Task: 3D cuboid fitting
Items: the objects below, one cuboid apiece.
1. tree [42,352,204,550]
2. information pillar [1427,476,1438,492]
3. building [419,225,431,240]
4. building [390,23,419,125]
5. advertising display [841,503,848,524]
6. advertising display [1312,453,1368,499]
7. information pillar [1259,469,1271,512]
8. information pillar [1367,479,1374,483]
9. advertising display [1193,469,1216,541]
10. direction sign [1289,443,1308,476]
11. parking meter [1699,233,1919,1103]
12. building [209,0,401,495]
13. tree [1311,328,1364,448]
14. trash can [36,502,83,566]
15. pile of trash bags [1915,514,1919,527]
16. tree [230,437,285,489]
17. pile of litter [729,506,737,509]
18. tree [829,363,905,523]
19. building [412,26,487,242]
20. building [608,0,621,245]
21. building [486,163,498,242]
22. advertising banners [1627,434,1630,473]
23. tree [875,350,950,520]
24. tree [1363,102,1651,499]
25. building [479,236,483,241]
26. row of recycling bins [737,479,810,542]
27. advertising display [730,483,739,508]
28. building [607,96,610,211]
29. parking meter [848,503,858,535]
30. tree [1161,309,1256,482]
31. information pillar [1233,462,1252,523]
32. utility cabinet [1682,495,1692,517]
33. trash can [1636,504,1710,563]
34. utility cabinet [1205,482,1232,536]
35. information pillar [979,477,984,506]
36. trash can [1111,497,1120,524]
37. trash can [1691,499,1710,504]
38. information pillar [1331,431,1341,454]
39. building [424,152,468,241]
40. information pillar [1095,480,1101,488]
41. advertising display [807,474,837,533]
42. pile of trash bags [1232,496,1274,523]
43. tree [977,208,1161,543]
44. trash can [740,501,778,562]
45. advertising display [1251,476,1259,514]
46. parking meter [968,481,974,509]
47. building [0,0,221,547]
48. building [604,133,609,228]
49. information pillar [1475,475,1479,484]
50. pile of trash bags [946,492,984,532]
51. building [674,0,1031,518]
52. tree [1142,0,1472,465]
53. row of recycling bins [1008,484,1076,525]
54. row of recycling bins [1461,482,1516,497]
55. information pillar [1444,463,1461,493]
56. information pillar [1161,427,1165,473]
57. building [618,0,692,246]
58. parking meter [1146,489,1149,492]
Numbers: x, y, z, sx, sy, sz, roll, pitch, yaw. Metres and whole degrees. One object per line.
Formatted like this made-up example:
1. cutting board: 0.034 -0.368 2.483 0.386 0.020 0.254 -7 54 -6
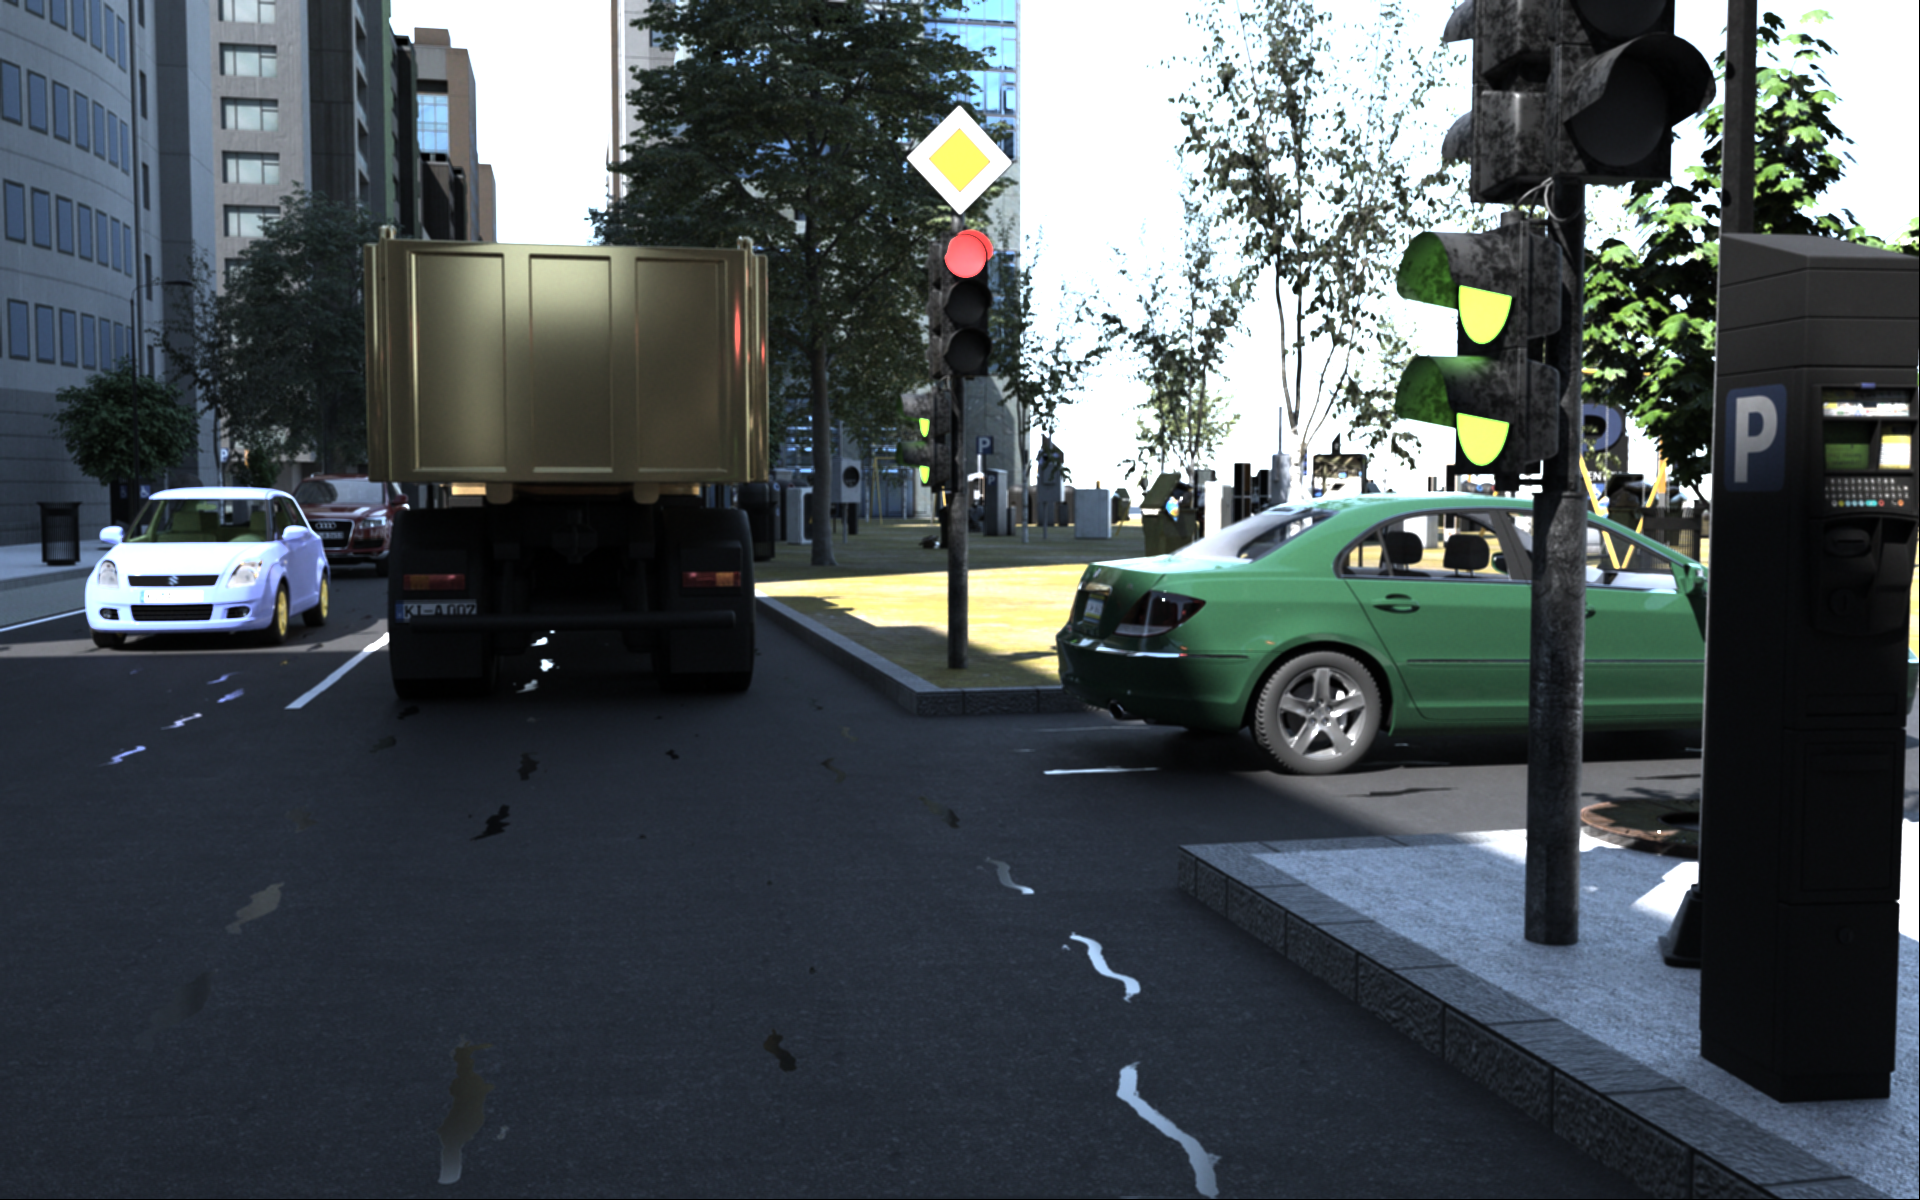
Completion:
1. tree: -19.358 -3.451 40.143 4.285 4.588 4.351 0 3 0
2. information pillar: 18.699 -3.921 68.593 0.304 2.012 0.304 -2 4 -28
3. building: -51.033 -16.967 122.457 27.650 21.520 28.899 -1 4 -12
4. building: -39.847 -20.242 102.663 14.160 30.474 14.107 -1 4 -12
5. advertising display: -4.803 -4.217 74.155 0.123 1.923 0.974 -3 4 -37
6. advertising display: 6.010 -1.361 27.463 0.123 1.923 0.974 -3 5 -41
7. information pillar: 8.863 -2.804 50.345 0.304 2.012 0.304 2 4 25
8. information pillar: 19.767 -4.836 83.565 0.304 2.012 0.304 -2 4 -28
9. advertising display: 6.318 -2.418 44.749 0.123 1.923 0.974 3 4 39
10. direction sign: 14.936 -5.167 76.484 0.876 3.537 0.379 3 4 36
11. parking meter: 1.833 0.120 3.748 0.255 1.863 0.399 0 4 -7
12. building: -36.974 -24.768 88.559 14.154 41.232 14.086 -1 4 -12
13. tree: 14.129 -6.582 57.980 4.737 8.622 4.395 0 3 0
14. trash can: -16.173 -1.192 31.136 0.748 1.137 0.748 0 3 0
15. pile of trash bags: 36.421 -3.498 66.945 3.447 1.369 1.912 -3 4 -38
16. tree: -23.345 -3.842 57.414 1.663 3.219 1.824 0 3 0
17. pile of litter: -8.154 -3.068 64.119 1.176 0.858 1.719 2 4 30
18. tree: -4.116 -7.782 77.605 4.737 8.622 4.395 0 3 0
19. building: -54.673 -31.801 170.061 14.600 45.320 14.200 -1 4 -12
20. building: -24.034 -30.851 154.524 14.600 45.320 14.200 -1 4 -12
21. building: -67.872 -35.292 227.134 14.600 45.320 14.200 -1 4 -12
22. advertising banners: 19.130 -3.249 49.309 0.090 3.025 2.074 1 4 12
23. tree: -2.575 -8.331 86.572 4.360 8.622 3.978 0 3 0
24. tree: 10.139 -4.885 30.230 4.737 8.622 4.395 0 3 0
25. building: -58.164 -25.261 184.721 14.160 30.474 14.107 -1 4 -12
26. row of recycling bins: -5.118 -2.471 47.510 1.069 1.692 3.534 1 4 20
27. advertising display: -9.299 -4.170 73.401 0.974 1.923 0.123 -3 5 -44
28. building: -26.241 -34.292 184.375 21.300 48.544 21.600 -1 4 -12
29. parking meter: -3.392 -3.010 54.920 0.255 1.863 0.399 0 4 7
30. tree: 8.729 -7.203 68.124 4.737 8.622 4.395 0 3 0
31. information pillar: 6.520 -2.173 40.024 0.304 2.012 0.304 -3 5 -40
32. utility cabinet: 32.686 -4.125 78.608 0.306 1.237 1.020 -1 4 -23
33. trash can: 7.903 -0.465 19.255 0.748 1.137 0.748 0 3 0
34. utility cabinet: 4.756 -1.413 31.784 0.318 1.500 1.173 1 4 18
35. information pillar: 1.059 -4.364 75.847 0.304 2.012 0.304 -3 4 -37
36. trash can: 6.432 -3.801 73.793 0.748 1.137 0.748 0 3 0
37. trash can: 21.592 -2.359 50.225 0.748 1.137 0.748 0 3 0
38. information pillar: 14.061 -4.491 64.785 0.183 3.616 0.504 -2 4 -27
39. building: -48.820 -22.842 145.172 14.160 30.474 14.107 -1 4 -12
40. information pillar: 7.250 -5.282 90.851 0.304 2.012 0.304 0 4 5
41. advertising display: -4.520 -3.151 56.740 0.974 1.923 0.123 -1 4 -20
42. pile of trash bags: 7.629 -2.216 45.981 1.912 1.369 3.447 1 4 16
43. tree: 1.904 -5.790 45.035 4.737 8.622 4.395 0 3 0
44. trash can: -3.843 -1.311 33.083 0.748 1.137 0.748 0 3 0
45. advertising display: 10.632 -3.442 61.492 0.123 1.923 0.974 -3 5 -42
46. parking meter: 0.482 -4.270 75.522 0.255 1.863 0.399 0 4 -3
47. building: -34.658 -30.871 46.747 21.231 58.520 28.212 -1 4 -12
48. building: -31.516 -33.945 209.628 22.147 44.769 28.867 -1 4 -12
49. information pillar: 26.213 -5.897 87.769 0.183 3.616 0.504 2 4 31
50. pile of trash bags: 0.344 -3.050 59.621 1.912 1.369 3.447 -2 4 -25
51. building: -8.401 -48.423 104.381 22.319 86.520 31.000 -1 4 -12
52. tree: 3.982 -4.220 19.365 4.360 8.622 3.978 0 3 0
53. row of recycling bins: 3.559 -4.070 73.655 3.534 1.692 1.069 -3 4 -37
54. row of recycling bins: 17.882 -3.216 59.691 3.534 1.692 1.069 -3 4 -39
55. information pillar: 11.771 -2.257 41.390 0.304 2.012 0.304 3 4 38
56. information pillar: 7.089 -4.238 60.639 0.183 3.616 0.504 0 4 1
57. building: -15.637 -36.202 133.904 21.231 58.520 28.212 -1 4 -12
58. parking meter: 10.106 -5.128 92.257 0.372 1.533 0.369 0 3 0
